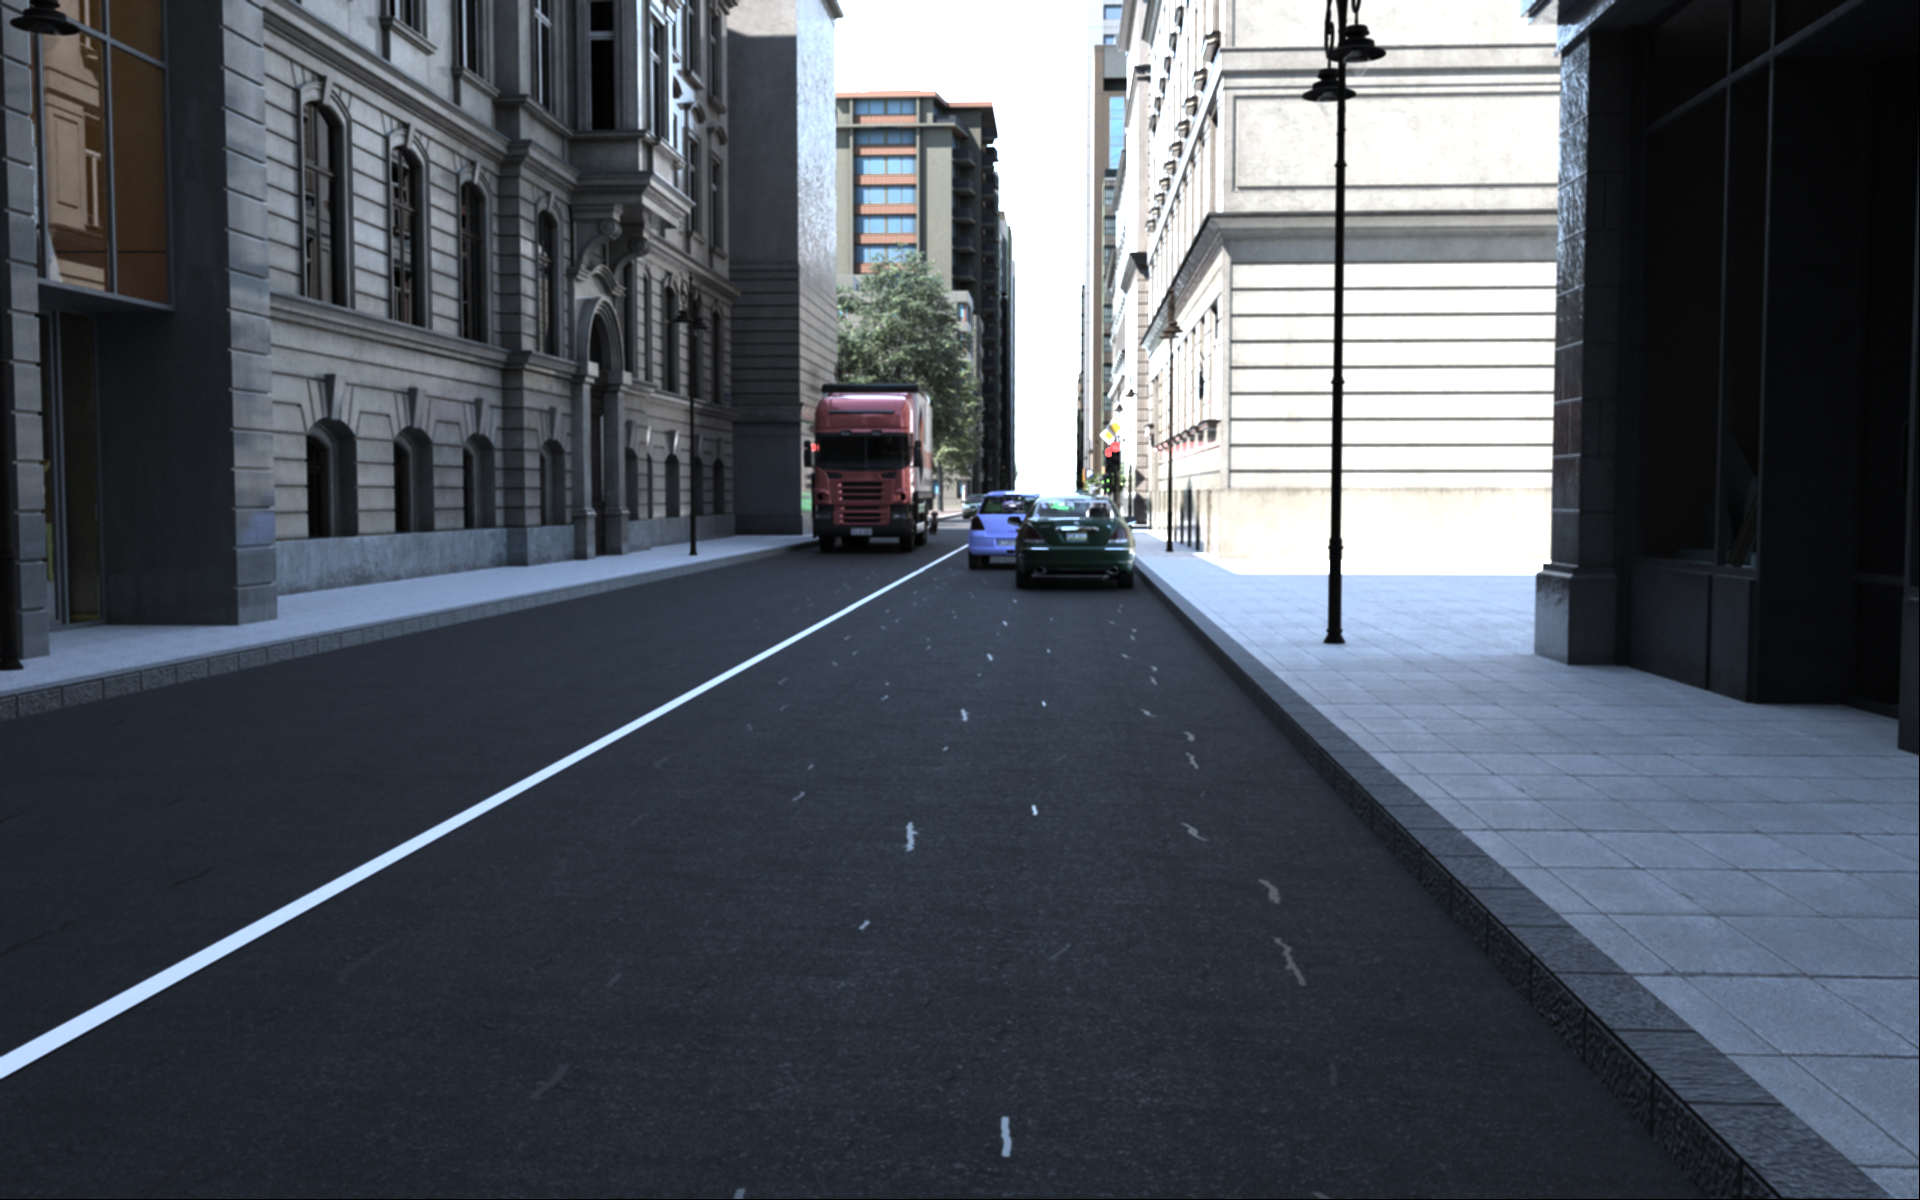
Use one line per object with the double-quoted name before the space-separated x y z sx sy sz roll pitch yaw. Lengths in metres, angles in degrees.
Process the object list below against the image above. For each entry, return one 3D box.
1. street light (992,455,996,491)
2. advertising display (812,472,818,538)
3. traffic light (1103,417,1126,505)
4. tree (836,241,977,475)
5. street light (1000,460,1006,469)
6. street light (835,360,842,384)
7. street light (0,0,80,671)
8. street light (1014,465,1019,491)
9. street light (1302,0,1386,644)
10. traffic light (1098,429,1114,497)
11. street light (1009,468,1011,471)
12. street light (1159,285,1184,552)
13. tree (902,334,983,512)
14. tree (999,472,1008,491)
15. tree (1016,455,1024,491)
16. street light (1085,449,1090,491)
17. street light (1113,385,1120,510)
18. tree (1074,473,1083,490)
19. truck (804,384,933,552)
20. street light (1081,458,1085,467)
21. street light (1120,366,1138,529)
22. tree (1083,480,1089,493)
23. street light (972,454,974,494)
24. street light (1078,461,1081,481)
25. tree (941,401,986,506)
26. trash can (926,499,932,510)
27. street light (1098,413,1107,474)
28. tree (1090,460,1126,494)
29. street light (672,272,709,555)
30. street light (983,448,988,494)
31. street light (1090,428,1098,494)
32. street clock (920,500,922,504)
"street light" 3.862 -13.640 195.796 0.468 5.910 1.993 0 4 3
"advertising display" -4.274 -2.803 51.043 0.123 1.923 0.974 0 4 -1
"traffic light" 5.624 -4.530 62.979 0.839 4.253 0.868 0 4 3
"tree" -3.668 -11.155 89.043 9.857 13.997 8.962 0 3 0
"street light" 5.891 -15.803 231.169 0.468 5.910 1.993 0 4 3
"street light" -4.192 -5.332 59.968 0.468 5.910 1.993 0 4 3
"street light" -6.956 -2.429 12.498 0.468 5.910 1.993 0 4 3
"street light" 8.771 -18.706 278.633 0.468 5.910 1.993 0 4 3
"street light" 3.228 -2.567 14.756 0.468 5.910 1.993 0 4 3
"traffic light" 6.095 -5.017 70.950 0.839 4.253 0.868 0 4 3
"street light" 7.378 -17.255 254.898 0.468 5.910 1.993 0 4 3
"street light" 4.679 -4.018 38.487 0.468 5.910 1.993 0 4 3
"tree" -1.675 -12.443 121.563 7.486 12.596 7.792 0 3 0
"tree" 4.626 -14.701 224.071 4.285 4.588 4.351 0 3 0
"tree" 9.566 -21.767 306.254 4.737 8.622 4.395 0 3 0
"street light" 11.251 -10.825 149.778 0.468 5.910 1.993 0 4 3
"street light" 6.744 -6.158 73.477 0.468 5.910 1.993 0 4 3
"tree" 16.546 -15.008 229.096 4.285 4.588 4.351 0 3 0
"truck" -2.211 -3.511 46.325 2.839 4.237 11.283 0 4 2
"street light" 12.608 -12.290 173.723 0.468 5.910 1.993 0 4 3
"street light" 6.156 -5.492 62.578 0.468 5.910 1.993 0 4 3
"tree" 11.439 -9.351 147.486 1.663 3.219 1.824 0 3 0
"street light" 1.089 -10.726 148.163 0.468 5.910 1.993 0 4 3
"street light" 14.074 -13.773 197.968 0.468 5.910 1.993 0 4 3
"tree" 0.214 -11.386 136.526 4.360 8.622 3.978 0 3 0
"trash can" -2.465 -7.843 139.892 0.748 1.137 0.748 0 3 0
"street light" 8.170 -7.610 97.210 0.468 5.910 1.993 0 4 3
"tree" 7.615 -5.564 85.573 1.663 3.219 1.824 0 3 0
"street light" -5.607 -3.881 36.235 0.468 5.910 1.993 0 4 3
"street light" 2.509 -12.178 171.896 0.468 5.910 1.993 0 4 3
"street light" 9.529 -9.086 121.340 0.468 5.910 1.993 0 4 3
"street clock" -2.479 -6.562 111.858 0.471 2.002 0.358 2 4 25
